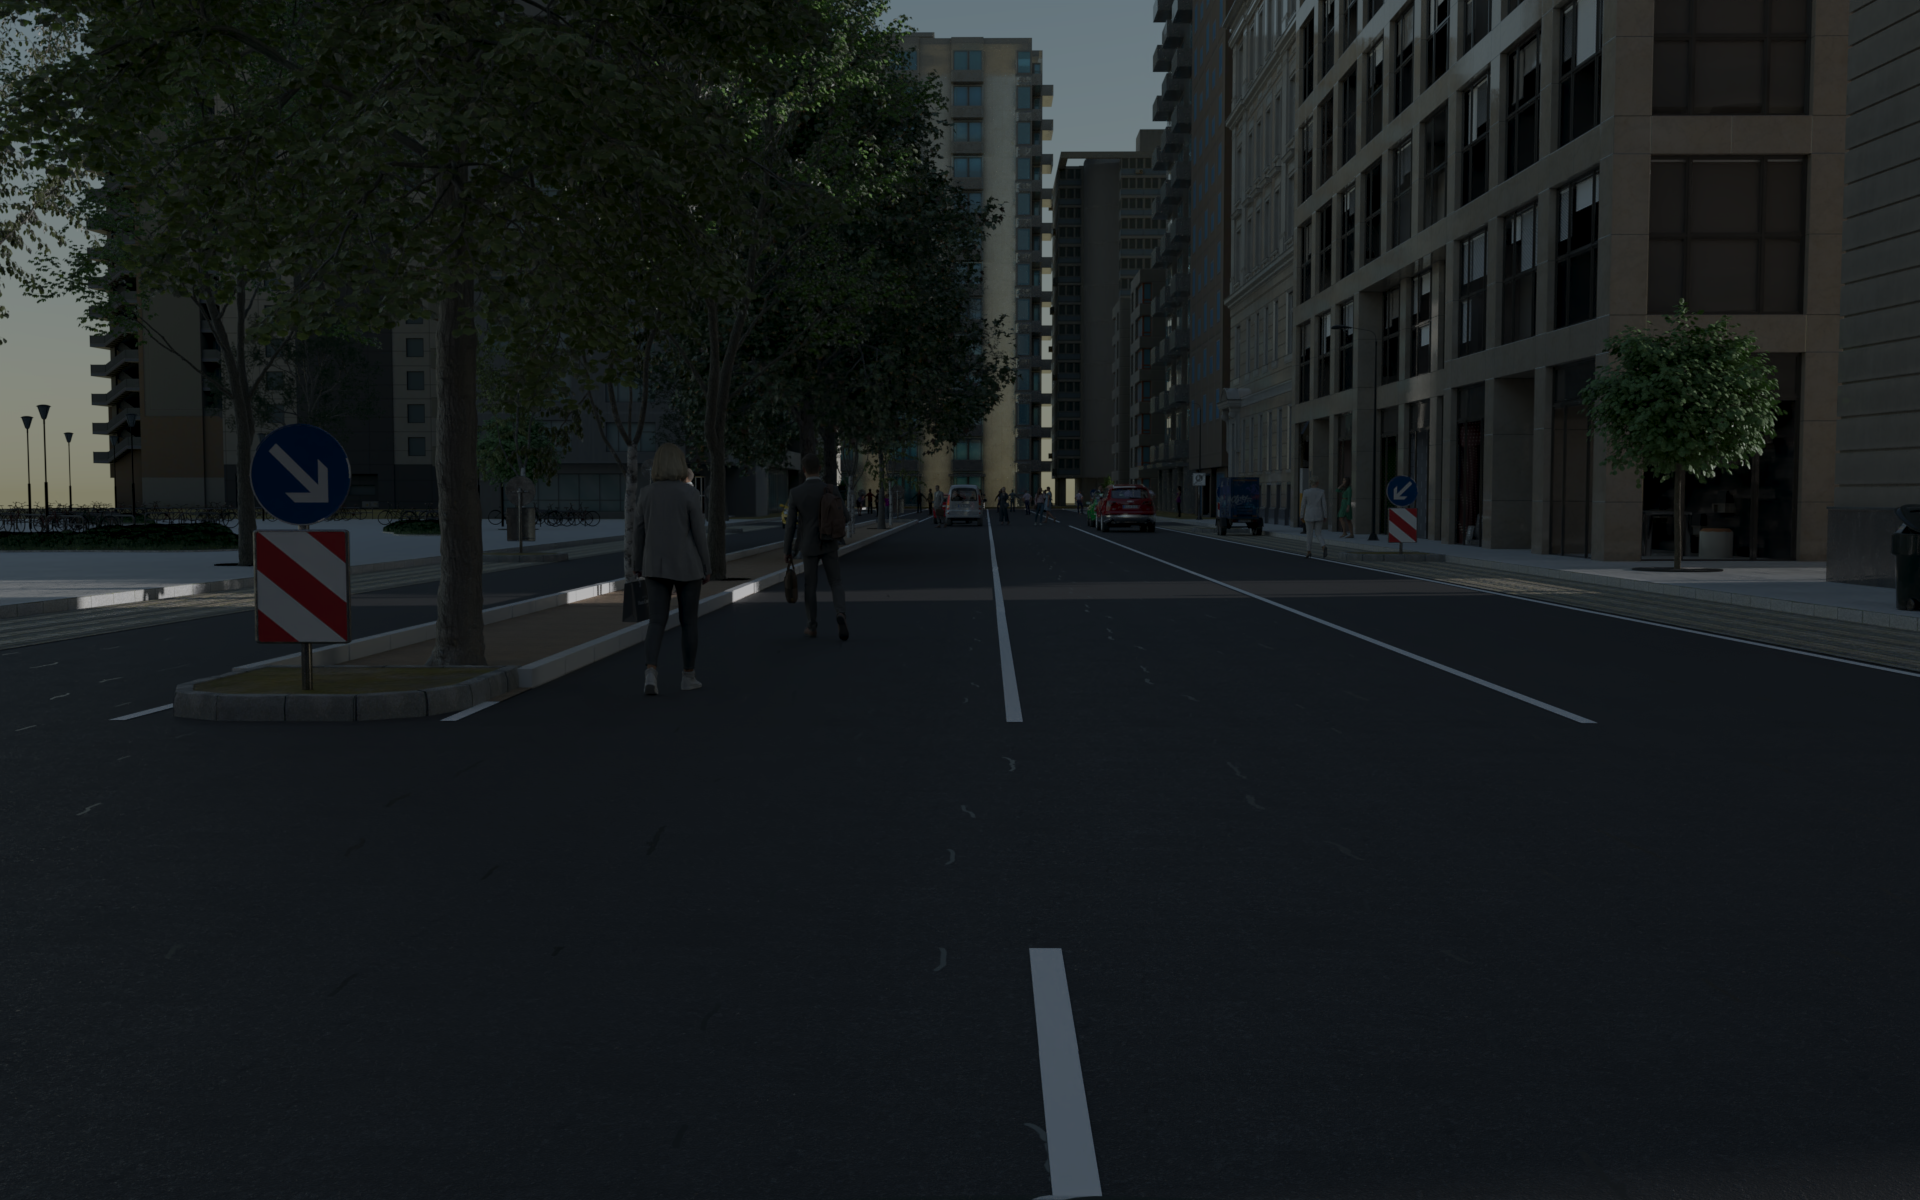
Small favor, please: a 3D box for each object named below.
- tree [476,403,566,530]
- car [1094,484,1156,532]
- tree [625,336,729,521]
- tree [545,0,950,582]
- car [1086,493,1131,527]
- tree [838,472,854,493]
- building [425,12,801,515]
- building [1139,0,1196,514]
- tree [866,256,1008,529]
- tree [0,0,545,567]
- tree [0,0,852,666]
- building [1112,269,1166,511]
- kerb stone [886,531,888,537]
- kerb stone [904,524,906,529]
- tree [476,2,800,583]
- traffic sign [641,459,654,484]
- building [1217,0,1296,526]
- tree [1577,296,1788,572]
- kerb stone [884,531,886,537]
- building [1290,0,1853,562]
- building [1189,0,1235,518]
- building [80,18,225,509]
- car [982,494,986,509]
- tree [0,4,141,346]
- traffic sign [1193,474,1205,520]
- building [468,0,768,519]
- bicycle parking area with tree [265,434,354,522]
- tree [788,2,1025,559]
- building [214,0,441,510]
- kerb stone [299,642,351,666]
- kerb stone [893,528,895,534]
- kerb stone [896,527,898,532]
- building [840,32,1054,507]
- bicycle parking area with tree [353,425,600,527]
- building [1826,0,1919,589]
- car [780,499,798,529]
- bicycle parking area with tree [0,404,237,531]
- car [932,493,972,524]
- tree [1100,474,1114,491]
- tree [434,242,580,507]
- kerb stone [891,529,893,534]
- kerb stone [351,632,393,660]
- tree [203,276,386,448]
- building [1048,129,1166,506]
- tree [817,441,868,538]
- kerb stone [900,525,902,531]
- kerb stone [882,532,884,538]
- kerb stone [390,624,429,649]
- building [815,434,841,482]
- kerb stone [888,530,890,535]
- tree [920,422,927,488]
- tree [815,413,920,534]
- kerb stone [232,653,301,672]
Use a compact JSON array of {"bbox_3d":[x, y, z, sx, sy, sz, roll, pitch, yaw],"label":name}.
[{"bbox_3d":[-15.933,-4.800,62.199,4.285,4.588,4.351,0,3,0],"label":"tree"},{"bbox_3d":[6.339,-3.537,66.506,2.281,1.827,5.304,0,4,1],"label":"car"},{"bbox_3d":[-11.351,-9.054,82.444,8.767,10.594,7.601,-3,5,-40],"label":"tree"},{"bbox_3d":[-3.935,-6.113,28.154,9.928,11.665,9.643,0,3,0],"label":"tree"},{"bbox_3d":[6.540,-4.122,76.197,1.959,1.807,4.718,0,4,2],"label":"car"},{"bbox_3d":[-10.130,-9.742,153.876,1.663,3.219,1.824,0,3,0],"label":"tree"},{"bbox_3d":[-22.039,-29.907,112.679,21.300,48.544,21.600,0,4,1],"label":"building"},{"bbox_3d":[24.759,-30.371,116.172,23.786,49.044,30.456,0,4,1],"label":"building"},{"bbox_3d":[-3.151,-9.598,69.749,12.009,13.543,11.850,0,3,0],"label":"tree"},{"bbox_3d":[-12.844,-6.418,30.688,9.928,11.665,9.643,0,3,0],"label":"tree"},{"bbox_3d":[-4.207,-5.730,14.268,7.486,12.596,7.792,0,3,0],"label":"tree"},{"bbox_3d":[27.847,-18.503,147.562,27.650,21.520,28.899,0,4,1],"label":"building"},{"bbox_3d":[-2.555,-2.144,57.317,0.120,0.150,1.000,0,4,1],"label":"kerb stone"},{"bbox_3d":[-2.372,-2.901,69.621,0.120,0.150,1.000,0,4,1],"label":"kerb stone"},{"bbox_3d":[-4.008,-4.171,21.015,4.360,8.622,3.978,0,3,0],"label":"tree"},{"bbox_3d":[-11.097,-3.803,62.289,0.768,2.556,0.104,0,4,4],"label":"traffic sign"},{"bbox_3d":[19.493,-17.765,76.369,13.634,28.700,20.117,0,4,1],"label":"building"},{"bbox_3d":[12.067,-2.772,29.031,4.285,4.588,4.351,0,3,0],"label":"tree"},{"bbox_3d":[-2.573,-2.086,56.294,0.120,0.150,1.000,0,4,1],"label":"kerb stone"},{"bbox_3d":[22.109,-14.953,49.001,19.350,26.468,34.151,0,4,1],"label":"building"},{"bbox_3d":[20.334,-27.153,94.061,14.600,45.320,14.200,0,4,1],"label":"building"},{"bbox_3d":[-67.940,-30.930,155.822,14.200,45.320,14.600,0,4,1],"label":"building"},{"bbox_3d":[1.188,-9.217,159.367,2.281,1.827,5.304,0,4,3],"label":"car"},{"bbox_3d":[-12.552,-4.354,21.545,4.360,8.622,3.978,0,3,0],"label":"tree"},{"bbox_3d":[11.683,-5.048,84.665,0.606,2.300,0.079,0,4,5],"label":"traffic sign"},{"bbox_3d":[-18.479,-25.114,94.213,14.154,41.232,14.086,0,4,1],"label":"building"},{"bbox_3d":[-32.959,-5.941,84.136,9.016,4.147,8.231,1,4,14],"label":"bicycle parking area with tree"},{"bbox_3d":[-3.346,-7.248,37.965,9.611,12.733,9.660,0,3,0],"label":"tree"},{"bbox_3d":[-50.584,-43.625,151.524,20.611,71.187,20.563,0,4,1],"label":"building"},{"bbox_3d":[-5.287,0.484,14.288,0.120,0.150,1.000,0,4,1],"label":"kerb stone"},{"bbox_3d":[-2.488,-2.393,61.417,0.120,0.150,1.000,0,4,1],"label":"kerb stone"},{"bbox_3d":[-2.458,-2.524,63.469,0.120,0.150,1.000,0,4,1],"label":"kerb stone"},{"bbox_3d":[-5.624,-34.436,182.630,30.456,49.044,23.786,0,4,1],"label":"building"},{"bbox_3d":[-19.217,-5.088,70.186,9.016,4.147,8.231,-1,4,-12],"label":"bicycle parking area with tree"},{"bbox_3d":[24.728,-13.537,18.600,25.104,27.353,12.463,0,4,1],"label":"building"},{"bbox_3d":[-6.551,-3.844,73.065,2.015,1.641,3.980,0,4,-1],"label":"car"},{"bbox_3d":[-31.757,-4.636,62.806,8.231,4.147,9.016,3,4,36],"label":"bicycle parking area with tree"},{"bbox_3d":[-0.327,-4.641,84.920,2.155,1.783,4.494,0,4,3],"label":"car"},{"bbox_3d":[13.994,-10.399,164.622,1.663,3.219,1.824,0,3,0],"label":"tree"},{"bbox_3d":[-12.271,-5.975,48.047,4.737,8.622,4.395,0,3,0],"label":"tree"},{"bbox_3d":[-2.515,-2.336,60.384,0.120,0.150,1.000,0,4,1],"label":"kerb stone"},{"bbox_3d":[-5.268,0.421,15.310,0.120,0.150,1.000,0,4,1],"label":"kerb stone"},{"bbox_3d":[-28.812,-8.606,75.125,8.767,10.594,7.601,0,4,-2],"label":"tree"},{"bbox_3d":[21.865,-30.281,186.983,23.993,40.220,32.217,0,4,1],"label":"building"},{"bbox_3d":[-3.608,-6.335,56.404,4.360,8.622,3.978,0,3,0],"label":"tree"},{"bbox_3d":[-2.425,-2.712,66.540,0.120,0.150,1.000,0,4,1],"label":"kerb stone"},{"bbox_3d":[-2.588,-2.023,55.267,0.120,0.150,1.000,0,4,1],"label":"kerb stone"},{"bbox_3d":[-5.256,0.359,16.332,0.120,0.150,1.000,0,4,1],"label":"kerb stone"},{"bbox_3d":[-25.852,-18.590,148.988,28.899,21.520,27.650,0,4,1],"label":"building"},{"bbox_3d":[-2.540,-2.211,58.339,0.120,0.150,1.000,0,4,1],"label":"kerb stone"},{"bbox_3d":[-3.103,-7.678,78.355,4.737,8.622,4.395,0,3,0],"label":"tree"},{"bbox_3d":[-3.797,-6.644,61.449,4.737,8.622,4.395,0,3,0],"label":"tree"},{"bbox_3d":[-5.296,0.546,13.265,0.120,0.150,1.000,0,4,1],"label":"kerb stone"}]
